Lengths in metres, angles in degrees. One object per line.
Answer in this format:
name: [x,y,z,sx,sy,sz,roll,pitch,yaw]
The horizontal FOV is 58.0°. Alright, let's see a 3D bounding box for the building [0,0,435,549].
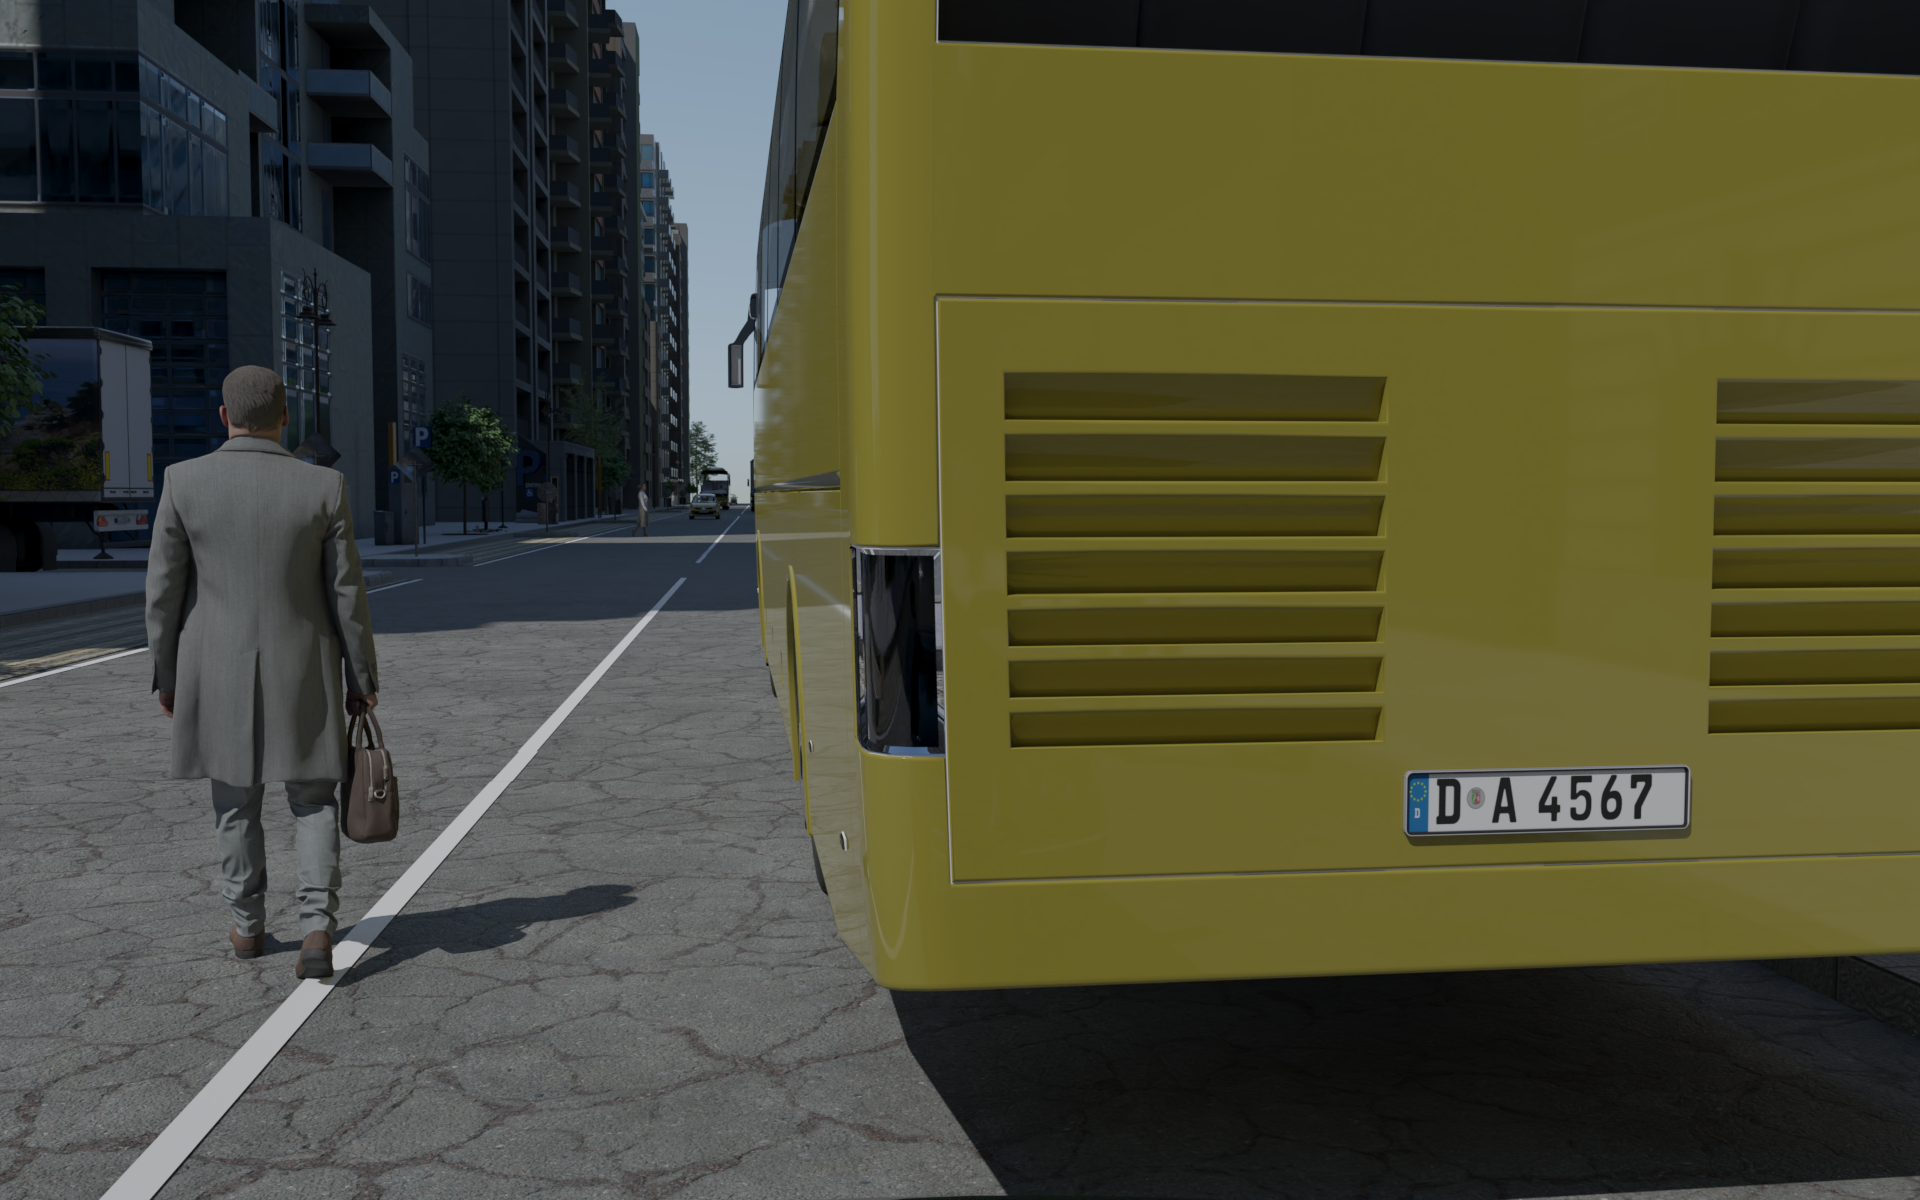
building: [-28.891,-45.228,52.142,22.319,86.520,31.000,0,4,-7]

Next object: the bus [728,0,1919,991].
bus: [0.250,-1.076,9.147,2.896,3.916,12.252,0,4,-8]

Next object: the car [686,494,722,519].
car: [-14.614,-5.439,99.154,2.015,1.641,3.980,0,4,-6]

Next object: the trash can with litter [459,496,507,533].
trash can with litter: [-16.084,-2.882,58.174,1.678,1.210,2.233,-1,4,-9]

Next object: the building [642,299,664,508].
building: [-43.322,-19.652,166.342,27.650,21.520,28.899,0,4,-7]

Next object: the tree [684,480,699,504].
tree: [-35.463,-14.183,226.485,1.663,3.219,1.824,0,3,0]

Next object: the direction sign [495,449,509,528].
direction sign: [-17.135,-4.455,64.833,0.379,3.537,0.876,1,4,17]

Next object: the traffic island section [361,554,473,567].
traffic island section: [-11.152,-0.807,35.469,2.009,0.180,2.903,0,4,-7]

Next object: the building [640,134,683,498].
building: [-49.426,-37.364,230.504,23.786,49.044,30.456,0,4,-7]

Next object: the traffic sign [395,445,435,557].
traffic sign: [-11.130,-1.943,35.410,0.795,2.450,0.064,0,4,-7]

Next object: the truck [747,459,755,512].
truck: [-15.988,-9.404,142.667,2.839,4.237,11.283,-1,4,-8]

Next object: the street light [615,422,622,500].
street light: [-22.026,-8.485,111.523,0.468,5.910,1.993,0,4,-7]

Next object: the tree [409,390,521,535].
tree: [-15.522,-4.320,54.342,4.285,4.588,4.351,0,3,0]

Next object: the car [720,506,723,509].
car: [-24.190,-9.752,172.020,1.945,1.354,3.894,0,4,-5]

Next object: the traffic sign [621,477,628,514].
traffic sign: [-21.507,-6.727,110.092,0.768,2.556,0.104,0,4,-1]

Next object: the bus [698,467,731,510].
bus: [-22.619,-10.332,160.473,2.896,3.916,12.252,0,4,-7]

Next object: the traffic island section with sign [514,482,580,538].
traffic island section with sign: [-13.746,-3.002,57.714,1.989,1.847,2.006,0,4,-7]

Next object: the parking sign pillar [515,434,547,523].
parking sign pillar: [-19.081,-5.420,77.085,1.447,3.967,1.447,1,4,10]

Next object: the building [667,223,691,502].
building: [-46.957,-34.851,253.405,14.154,41.232,14.086,0,4,-7]

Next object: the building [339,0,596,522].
building: [-29.474,-39.649,86.509,20.563,71.187,20.611,0,4,-7]

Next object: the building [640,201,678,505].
building: [-49.814,-31.279,203.296,32.217,40.220,23.993,0,4,-7]

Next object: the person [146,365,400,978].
person: [-2.074,0.205,5.244,0.694,1.812,0.767,-1,4,-19]

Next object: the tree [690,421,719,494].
tree: [-40.910,-21.411,268.203,7.486,12.596,7.792,0,3,0]

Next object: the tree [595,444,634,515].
tree: [-21.797,-7.528,106.789,4.285,4.588,4.351,0,3,0]

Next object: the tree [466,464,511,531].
tree: [-16.469,-4.041,60.677,1.663,3.219,1.824,0,3,0]

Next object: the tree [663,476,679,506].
tree: [-31.437,-11.774,187.107,1.663,3.219,1.824,0,3,0]

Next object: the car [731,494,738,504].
car: [-31.975,-14.173,241.951,2.015,1.641,3.980,0,4,-6]

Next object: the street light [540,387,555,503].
street light: [-17.780,-6.243,74.865,0.468,5.910,1.993,0,4,-7]

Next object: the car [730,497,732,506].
car: [-28.529,-12.267,209.363,1.959,1.807,4.718,0,4,-8]

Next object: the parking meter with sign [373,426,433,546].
parking meter with sign: [-14.084,-2.904,43.738,0.543,3.016,1.738,1,4,21]

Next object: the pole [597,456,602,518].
pole: [-19.276,-6.040,92.602,0.158,3.312,0.155,0,3,0]

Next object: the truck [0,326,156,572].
truck: [-20.079,-2.496,29.726,11.283,4.237,2.839,0,4,-5]

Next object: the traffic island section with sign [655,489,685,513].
traffic island section with sign: [-22.636,-7.699,134.503,1.989,1.847,2.006,0,4,-7]

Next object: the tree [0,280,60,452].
tree: [-11.546,-2.126,18.480,4.285,4.588,4.351,0,3,0]

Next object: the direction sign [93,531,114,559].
direction sign: [-16.934,-2.577,34.131,0.876,3.537,0.379,-3,4,-38]

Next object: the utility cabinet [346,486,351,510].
utility cabinet: [-14.513,-1.919,40.051,0.318,1.500,1.173,1,4,10]

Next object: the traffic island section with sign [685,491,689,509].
traffic island section with sign: [-25.732,-9.337,161.281,1.989,1.847,2.006,0,4,-7]

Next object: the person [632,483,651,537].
person: [-10.647,-2.999,57.756,0.641,1.798,0.478,0,4,7]

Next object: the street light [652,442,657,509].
street light: [-26.528,-10.849,150.168,0.468,5.910,1.993,0,4,-7]

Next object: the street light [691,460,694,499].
street light: [-35.990,-15.916,233.007,0.468,5.910,1.993,0,4,-7]

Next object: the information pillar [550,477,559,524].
information pillar: [-17.208,-4.221,73.507,0.304,2.012,0.304,-1,4,-17]

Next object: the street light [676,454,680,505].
street light: [-31.632,-13.551,194.346,0.468,5.910,1.993,0,4,-7]

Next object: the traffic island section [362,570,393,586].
traffic island section: [-10.234,-0.321,27.537,2.009,0.180,2.903,0,4,-7]

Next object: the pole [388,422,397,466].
pole: [-16.139,-3.392,49.306,0.158,3.312,0.155,0,3,0]

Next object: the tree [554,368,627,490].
tree: [-21.763,-9.297,102.366,4.737,8.622,4.395,0,3,0]

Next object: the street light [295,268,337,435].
street light: [-13.172,-3.839,35.551,0.468,5.910,1.993,0,4,-7]

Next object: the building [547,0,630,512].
building: [-35.509,-28.658,123.175,22.147,44.769,28.867,0,4,-7]

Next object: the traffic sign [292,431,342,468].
traffic sign: [-10.211,-1.458,27.478,0.795,2.450,0.064,0,4,-7]

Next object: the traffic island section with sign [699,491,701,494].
traffic island section with sign: [-35.236,-14.350,243.250,1.989,1.847,2.006,0,4,-7]

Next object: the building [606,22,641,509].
building: [-34.201,-28.221,145.013,14.154,41.232,14.086,0,4,-7]

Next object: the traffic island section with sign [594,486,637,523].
traffic island section with sign: [-16.891,-4.671,84.999,1.989,1.847,2.006,0,4,-7]
